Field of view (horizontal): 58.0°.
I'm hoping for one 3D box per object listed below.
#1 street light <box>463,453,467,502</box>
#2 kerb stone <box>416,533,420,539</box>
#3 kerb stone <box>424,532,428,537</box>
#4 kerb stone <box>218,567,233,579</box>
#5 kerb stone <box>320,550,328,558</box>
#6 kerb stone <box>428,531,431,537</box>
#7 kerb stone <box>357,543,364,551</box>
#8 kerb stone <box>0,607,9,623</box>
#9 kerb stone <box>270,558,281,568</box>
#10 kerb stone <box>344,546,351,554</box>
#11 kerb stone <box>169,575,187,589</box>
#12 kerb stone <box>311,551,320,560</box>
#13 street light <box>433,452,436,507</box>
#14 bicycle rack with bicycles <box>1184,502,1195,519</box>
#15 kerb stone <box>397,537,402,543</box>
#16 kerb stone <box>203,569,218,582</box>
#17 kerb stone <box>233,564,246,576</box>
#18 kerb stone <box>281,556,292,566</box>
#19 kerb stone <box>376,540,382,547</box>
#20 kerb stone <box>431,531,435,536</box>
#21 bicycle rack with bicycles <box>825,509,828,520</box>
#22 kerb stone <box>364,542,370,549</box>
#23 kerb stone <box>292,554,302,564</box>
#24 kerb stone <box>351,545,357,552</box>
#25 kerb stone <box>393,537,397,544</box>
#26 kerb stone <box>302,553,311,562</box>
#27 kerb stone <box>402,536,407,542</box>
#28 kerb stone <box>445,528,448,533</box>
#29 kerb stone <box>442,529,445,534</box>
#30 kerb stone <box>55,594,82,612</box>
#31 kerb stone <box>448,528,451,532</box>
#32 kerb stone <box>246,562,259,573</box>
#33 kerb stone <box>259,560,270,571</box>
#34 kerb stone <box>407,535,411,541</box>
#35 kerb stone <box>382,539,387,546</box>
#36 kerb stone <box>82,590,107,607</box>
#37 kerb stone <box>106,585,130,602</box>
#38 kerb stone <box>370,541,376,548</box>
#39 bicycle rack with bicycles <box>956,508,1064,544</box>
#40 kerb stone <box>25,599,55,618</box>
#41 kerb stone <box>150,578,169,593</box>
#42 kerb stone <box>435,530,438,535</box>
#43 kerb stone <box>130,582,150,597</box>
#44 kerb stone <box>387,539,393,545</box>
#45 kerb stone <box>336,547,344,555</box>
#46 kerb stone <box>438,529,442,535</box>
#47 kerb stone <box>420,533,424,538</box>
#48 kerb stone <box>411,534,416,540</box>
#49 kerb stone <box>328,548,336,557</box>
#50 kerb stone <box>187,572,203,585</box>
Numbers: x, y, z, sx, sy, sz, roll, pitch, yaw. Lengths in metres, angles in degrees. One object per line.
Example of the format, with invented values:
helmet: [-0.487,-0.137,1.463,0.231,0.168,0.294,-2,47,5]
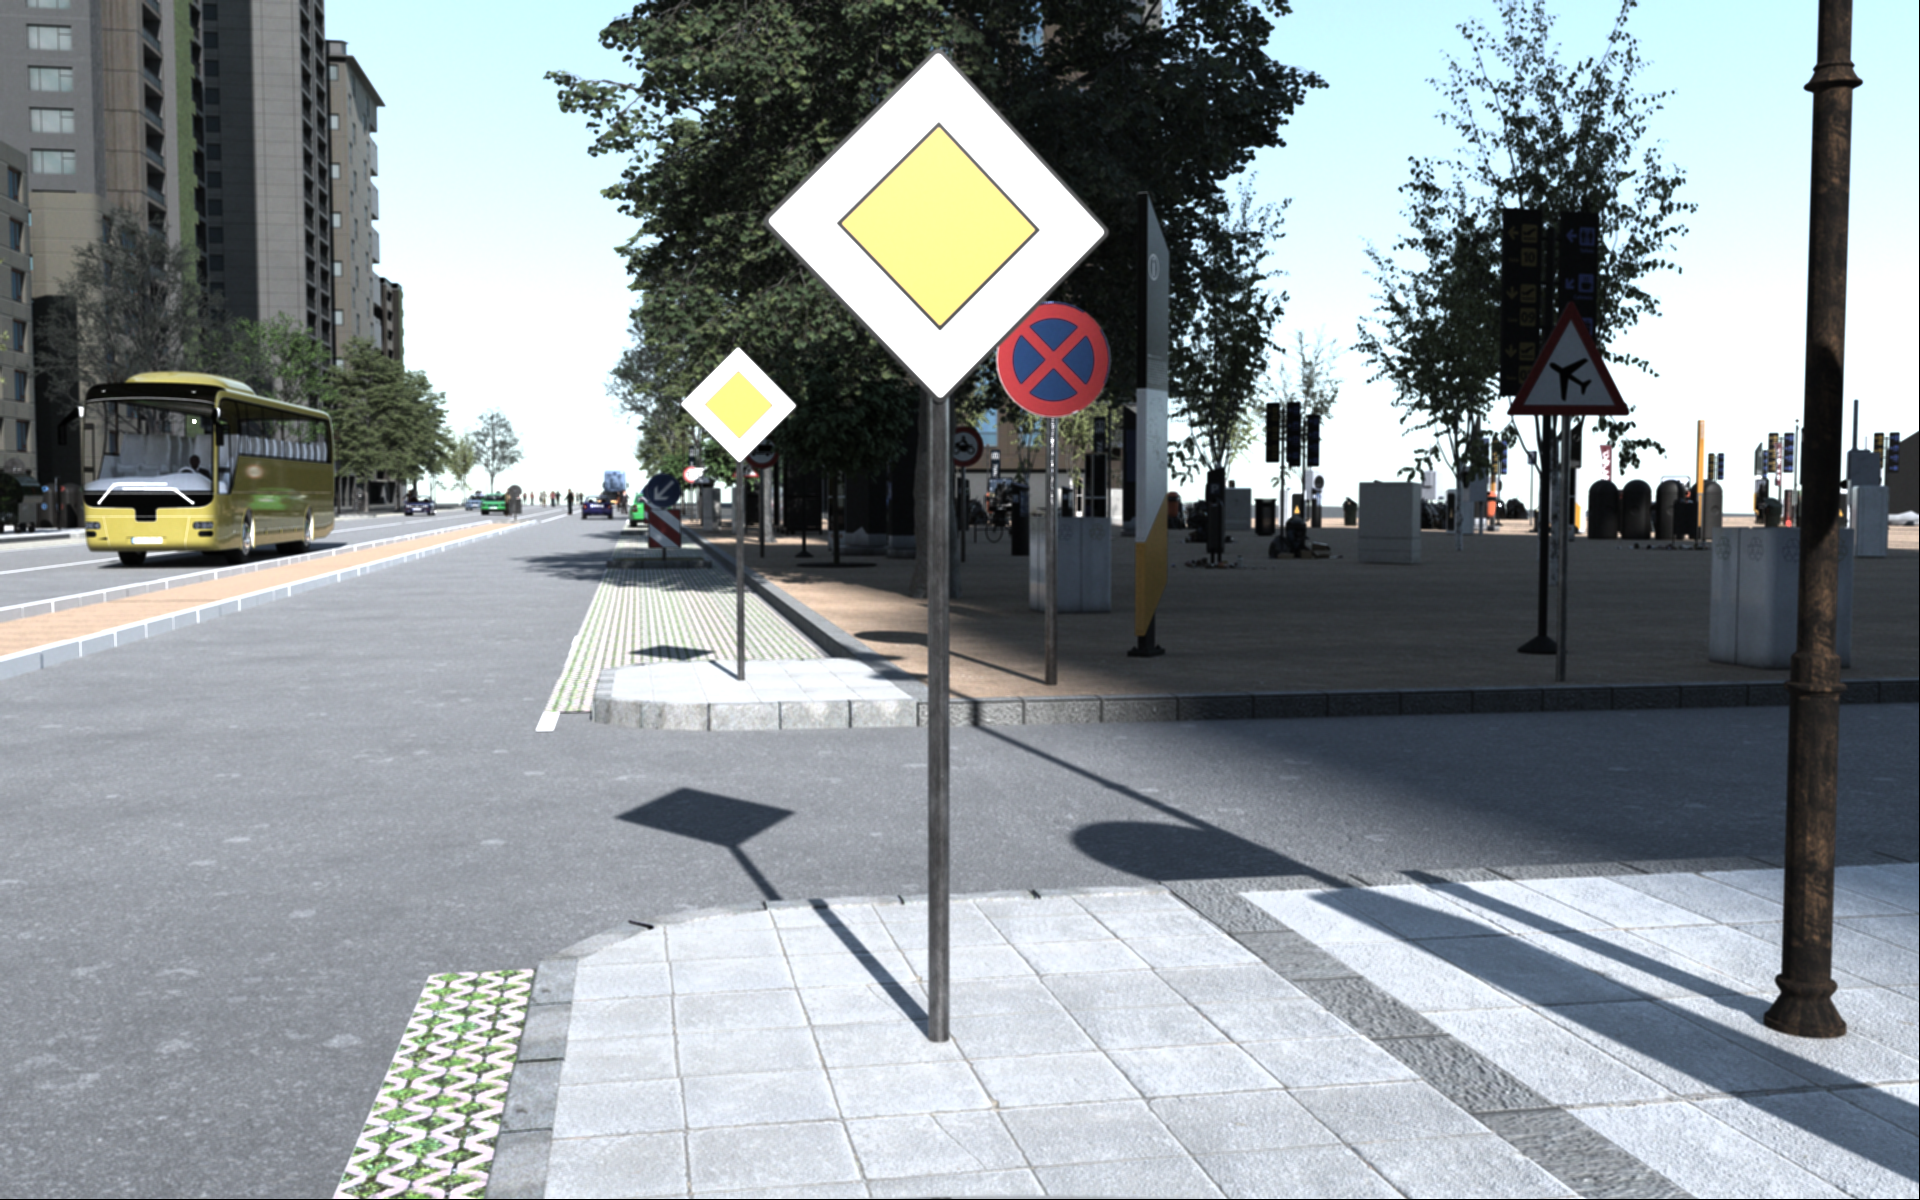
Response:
street light: [-55.191,-13.474,193.090,0.468,5.910,1.993,-1,4,-10]
kerb stone: [-17.215,-1.980,54.568,0.120,0.150,1.000,-1,4,-10]
kerb stone: [-17.599,-2.100,56.582,0.120,0.150,1.000,-1,4,-10]
kerb stone: [-12.546,-0.437,29.343,0.120,0.150,1.000,-1,4,-10]
kerb stone: [-14.230,-0.993,38.432,0.120,0.150,1.000,-1,4,-10]
kerb stone: [-17.787,-2.161,57.587,0.120,0.150,1.000,-1,4,-10]
kerb stone: [-15.159,-1.298,43.478,0.120,0.150,1.000,-1,4,-10]
kerb stone: [-10.680,0.178,19.278,0.120,0.150,1.000,-1,4,-10]
kerb stone: [-13.302,-0.684,33.387,0.120,0.150,1.000,-1,4,-10]
kerb stone: [-14.795,-1.174,41.461,0.120,0.150,1.000,-1,4,-10]
kerb stone: [-11.982,-0.252,26.322,0.120,0.150,1.000,-1,4,-10]
kerb stone: [-14.039,-0.932,37.428,0.120,0.150,1.000,-1,4,-10]
street light: [-50.207,-11.785,165.471,0.468,5.910,1.993,-1,4,-10]
bicycle rack with bicycles: [11.739,-4.301,83.702,2.852,0.926,2.925,2,4,33]
kerb stone: [-16.473,-1.723,50.529,0.120,0.150,1.000,-1,4,-10]
kerb stone: [-12.368,-0.376,28.337,0.120,0.150,1.000,-1,4,-10]
kerb stone: [-12.735,-0.499,30.354,0.120,0.150,1.000,-1,4,-10]
kerb stone: [-13.487,-0.744,34.398,0.120,0.150,1.000,-1,4,-10]
kerb stone: [-15.725,-1.486,46.496,0.120,0.150,1.000,-1,4,-10]
kerb stone: [-17.972,-2.225,58.599,0.120,0.150,1.000,-1,4,-10]
bicycle rack with bicycles: [-4.869,-4.141,81.081,2.925,0.926,2.852,-1,4,-9]
kerb stone: [-15.353,-1.361,44.482,0.120,0.150,1.000,-1,4,-10]
kerb stone: [-13.670,-0.807,35.407,0.120,0.150,1.000,-1,4,-10]
kerb stone: [-14.985,-1.240,42.471,0.120,0.150,1.000,-1,4,-10]
kerb stone: [-16.290,-1.667,49.523,0.120,0.150,1.000,-1,4,-10]
kerb stone: [-13.857,-0.870,36.423,0.120,0.150,1.000,-1,4,-10]
kerb stone: [-16.666,-1.793,51.532,0.120,0.150,1.000,-1,4,-10]
kerb stone: [-18.720,-2.473,62.637,0.120,0.150,1.000,-1,4,-10]
kerb stone: [-18.540,-2.406,61.619,0.120,0.150,1.000,-1,4,-10]
kerb stone: [-11.048,0.056,21.294,0.120,0.150,1.000,-1,4,-10]
kerb stone: [-18.914,-2.535,63.640,0.120,0.150,1.000,-1,4,-10]
kerb stone: [-12.920,-0.560,31.359,0.120,0.150,1.000,-1,4,-10]
kerb stone: [-13.105,-0.621,32.370,0.120,0.150,1.000,-1,4,-10]
kerb stone: [-16.857,-1.850,52.553,0.120,0.150,1.000,-1,4,-10]
kerb stone: [-15.919,-1.548,47.512,0.120,0.150,1.000,-1,4,-10]
kerb stone: [-11.234,-0.004,22.299,0.120,0.150,1.000,-1,4,-10]
kerb stone: [-11.418,-0.068,23.304,0.120,0.150,1.000,-1,4,-10]
kerb stone: [-15.544,-1.423,45.486,0.120,0.150,1.000,-1,4,-10]
bicycle rack with bicycles: [1.841,-1.978,45.727,2.852,0.926,2.925,3,5,40]
kerb stone: [-10.867,0.119,20.284,0.120,0.150,1.000,-1,4,-10]
kerb stone: [-11.800,-0.185,25.315,0.120,0.150,1.000,-1,4,-10]
kerb stone: [-18.170,-2.287,59.608,0.120,0.150,1.000,-1,4,-10]
kerb stone: [-11.613,-0.129,24.309,0.120,0.150,1.000,-1,4,-10]
kerb stone: [-16.101,-1.610,48.517,0.120,0.150,1.000,-1,4,-10]
kerb stone: [-14.594,-1.117,40.452,0.120,0.150,1.000,-1,4,-10]
kerb stone: [-18.346,-2.350,60.615,0.120,0.150,1.000,-1,4,-10]
kerb stone: [-17.416,-2.042,55.576,0.120,0.150,1.000,-1,4,-10]
kerb stone: [-17.035,-1.918,53.559,0.120,0.150,1.000,-1,4,-10]
kerb stone: [-14.420,-1.055,39.445,0.120,0.150,1.000,-1,4,-10]
kerb stone: [-12.170,-0.314,27.326,0.120,0.150,1.000,-1,4,-10]
